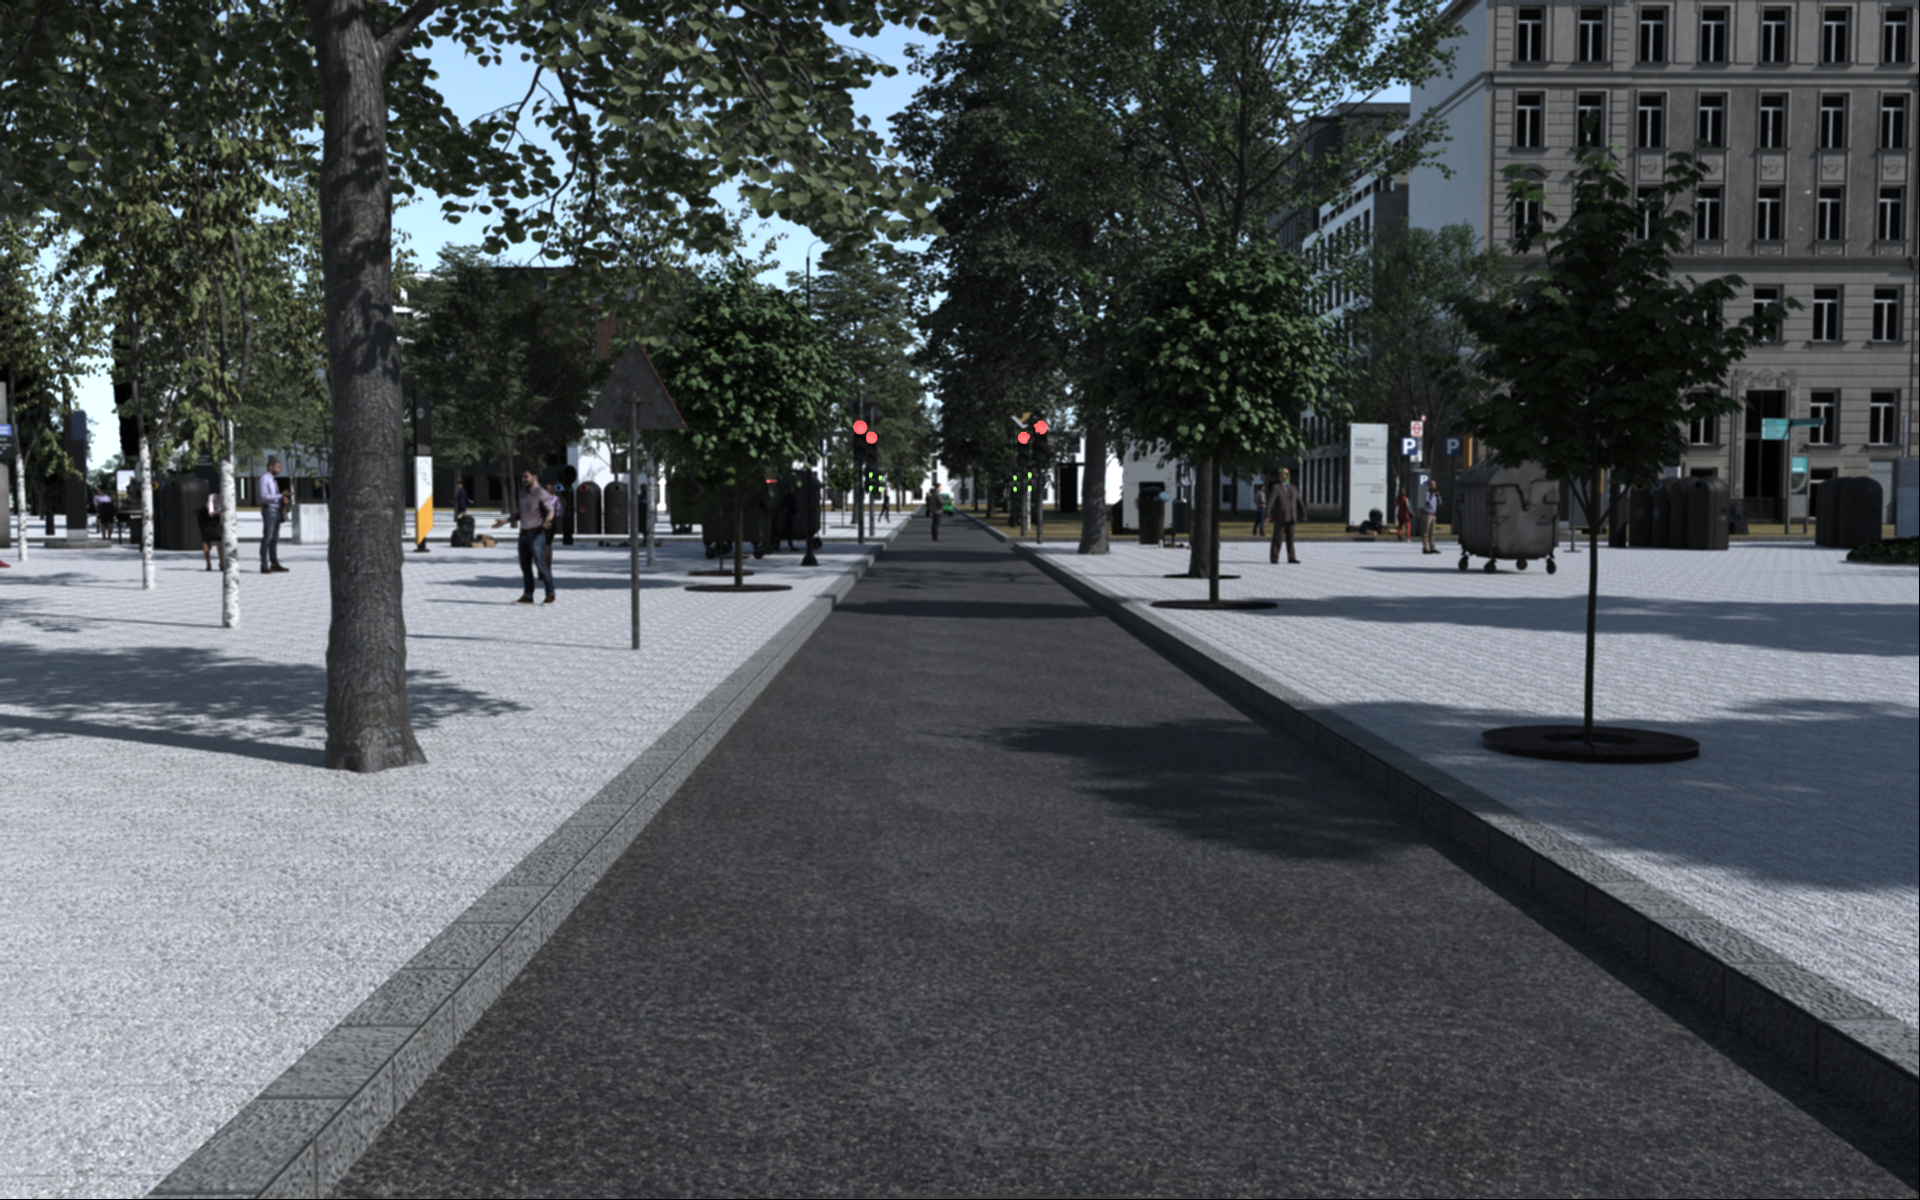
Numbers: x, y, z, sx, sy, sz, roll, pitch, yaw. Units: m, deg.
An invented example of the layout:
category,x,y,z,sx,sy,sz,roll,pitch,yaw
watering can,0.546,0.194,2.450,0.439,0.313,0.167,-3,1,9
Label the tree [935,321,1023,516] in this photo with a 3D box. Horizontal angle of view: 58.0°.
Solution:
category,x,y,z,sx,sy,sz,roll,pitch,yaw
tree,1.943,-11.034,102.457,6.751,12.117,7.091,0,3,0

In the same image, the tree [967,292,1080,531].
category,x,y,z,sx,sy,sz,roll,pitch,yaw
tree,2.352,-6.755,60.810,4.360,8.622,3.978,0,3,0

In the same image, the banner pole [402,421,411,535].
category,x,y,z,sx,sy,sz,roll,pitch,yaw
banner pole,-17.761,-3.951,54.619,0.863,3.779,0.401,1,4,13

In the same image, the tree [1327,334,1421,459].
category,x,y,z,sx,sy,sz,roll,pitch,yaw
tree,18.107,-7.715,76.497,4.737,8.622,4.395,0,3,0

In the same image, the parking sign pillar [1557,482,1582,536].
category,x,y,z,sx,sy,sz,roll,pitch,yaw
parking sign pillar,18.297,-3.946,52.993,1.447,3.967,1.447,0,4,7

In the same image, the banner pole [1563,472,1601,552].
category,x,y,z,sx,sy,sz,roll,pitch,yaw
banner pole,13.810,-2.954,38.310,0.863,3.779,0.401,-1,4,-9

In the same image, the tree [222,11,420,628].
category,x,y,z,sx,sy,sz,roll,pitch,yaw
tree,-7.191,-4.028,16.226,4.737,8.622,4.395,0,3,0

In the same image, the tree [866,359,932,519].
category,x,y,z,sx,sy,sz,roll,pitch,yaw
tree,-3.692,-8.482,89.037,4.360,8.622,3.978,0,3,0

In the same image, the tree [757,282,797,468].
category,x,y,z,sx,sy,sz,roll,pitch,yaw
tree,-12.119,-11.976,103.223,7.806,13.903,7.818,0,3,0

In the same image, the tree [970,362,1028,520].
category,x,y,z,sx,sy,sz,roll,pitch,yaw
tree,2.606,-8.266,85.515,4.737,8.622,4.395,0,3,0

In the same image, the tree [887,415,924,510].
category,x,y,z,sx,sy,sz,roll,pitch,yaw
tree,-4.746,-11.649,140.821,4.737,8.622,4.395,0,3,0

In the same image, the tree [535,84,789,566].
category,x,y,z,sx,sy,sz,roll,pitch,yaw
tree,-5.246,-4.903,30.532,4.737,8.622,4.395,0,3,0

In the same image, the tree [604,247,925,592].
category,x,y,z,sx,sy,sz,roll,pitch,yaw
tree,-2.915,-2.413,23.164,4.285,4.588,4.351,0,3,0

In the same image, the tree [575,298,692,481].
category,x,y,z,sx,sy,sz,roll,pitch,yaw
tree,-13.470,-9.919,87.936,9.928,11.665,9.643,0,3,0

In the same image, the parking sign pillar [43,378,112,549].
category,x,y,z,sx,sy,sz,roll,pitch,yaw
parking sign pillar,-20.930,-3.211,40.975,1.447,3.967,1.447,-2,4,-25

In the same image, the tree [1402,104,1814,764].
category,x,y,z,sx,sy,sz,roll,pitch,yaw
tree,3.181,-0.867,8.777,1.663,3.219,1.824,0,3,0

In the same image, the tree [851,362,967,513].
category,x,y,z,sx,sy,sz,roll,pitch,yaw
tree,-4.248,-11.389,120.623,8.767,10.594,7.601,0,4,3

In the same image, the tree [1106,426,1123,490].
category,x,y,z,sx,sy,sz,roll,pitch,yaw
tree,9.491,-9.077,98.771,4.737,8.622,4.395,0,3,0

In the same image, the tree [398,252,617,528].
category,x,y,z,sx,sy,sz,roll,pitch,yaw
tree,-16.789,-7.990,65.047,8.767,10.594,7.601,-1,4,-13

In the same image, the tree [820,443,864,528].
category,x,y,z,sx,sy,sz,roll,pitch,yaw
tree,-4.542,-4.388,66.353,1.663,3.219,1.824,0,3,0

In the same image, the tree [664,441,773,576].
category,x,y,z,sx,sy,sz,roll,pitch,yaw
tree,-3.741,-1.997,27.257,1.663,3.219,1.824,0,3,0

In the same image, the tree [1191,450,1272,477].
category,x,y,z,sx,sy,sz,roll,pitch,yaw
tree,10.480,-9.274,73.686,6.751,12.117,7.091,0,3,0

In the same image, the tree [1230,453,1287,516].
category,x,y,z,sx,sy,sz,roll,pitch,yaw
tree,15.854,-11.265,102.303,7.486,12.596,7.792,0,3,0

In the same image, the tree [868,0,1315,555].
category,x,y,z,sx,sy,sz,roll,pitch,yaw
tree,2.963,-7.947,36.587,9.857,13.997,8.962,0,3,0

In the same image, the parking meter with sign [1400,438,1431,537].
category,x,y,z,sx,sy,sz,roll,pitch,yaw
parking meter with sign,13.936,-3.446,52.605,0.543,3.016,1.738,0,4,-8

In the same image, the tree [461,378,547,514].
category,x,y,z,sx,sy,sz,roll,pitch,yaw
tree,-29.153,-11.527,110.514,6.751,12.117,7.091,0,3,0

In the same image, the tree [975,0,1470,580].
category,x,y,z,sx,sy,sz,roll,pitch,yaw
tree,3.830,-6.131,25.999,9.928,11.665,9.643,0,3,0

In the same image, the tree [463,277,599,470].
category,x,y,z,sx,sy,sz,roll,pitch,yaw
tree,-24.687,-11.794,100.248,7.806,13.903,7.818,0,3,0

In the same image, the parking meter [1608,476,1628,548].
category,x,y,z,sx,sy,sz,roll,pitch,yaw
parking meter,15.708,-2.178,41.315,0.399,1.863,0.255,-2,4,-31

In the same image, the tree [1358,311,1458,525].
category,x,y,z,sx,sy,sz,roll,pitch,yaw
tree,18.102,-7.362,70.735,4.360,8.622,3.978,0,3,0

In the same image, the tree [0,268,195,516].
category,x,y,z,sx,sy,sz,roll,pitch,yaw
tree,-54.681,-12.525,106.606,18.604,14.587,13.155,2,4,35

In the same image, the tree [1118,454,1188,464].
category,x,y,z,sx,sy,sz,roll,pitch,yaw
tree,14.280,-11.413,121.010,7.601,10.594,8.767,2,4,24

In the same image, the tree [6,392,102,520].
category,x,y,z,sx,sy,sz,roll,pitch,yaw
tree,-51.934,-7.243,81.323,11.467,7.101,20.602,3,4,36

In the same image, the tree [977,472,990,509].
category,x,y,z,sx,sy,sz,roll,pitch,yaw
tree,1.835,-9.648,152.350,1.663,3.219,1.824,0,3,0

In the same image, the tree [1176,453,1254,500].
category,x,y,z,sx,sy,sz,roll,pitch,yaw
tree,9.101,-6.741,60.573,4.360,8.622,3.978,0,3,0

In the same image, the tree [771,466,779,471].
category,x,y,z,sx,sy,sz,roll,pitch,yaw
tree,-15.606,-12.275,122.746,6.751,12.117,7.091,0,3,0

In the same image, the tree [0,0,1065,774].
category,x,y,z,sx,sy,sz,roll,pitch,yaw
tree,-3.214,-5.482,7.754,7.486,12.596,7.792,0,3,0

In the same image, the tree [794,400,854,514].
category,x,y,z,sx,sy,sz,roll,pitch,yaw
tree,-7.384,-7.946,80.279,4.360,8.622,3.978,0,3,0

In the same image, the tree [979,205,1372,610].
category,x,y,z,sx,sy,sz,roll,pitch,yaw
tree,2.973,-2.198,19.648,4.285,4.588,4.351,0,3,0

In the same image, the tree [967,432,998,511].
category,x,y,z,sx,sy,sz,roll,pitch,yaw
tree,1.362,-12.140,132.904,8.767,10.594,7.601,1,4,14

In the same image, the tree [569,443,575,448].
category,x,y,z,sx,sy,sz,roll,pitch,yaw
tree,-24.423,-12.028,122.408,9.928,11.665,9.643,0,3,0
